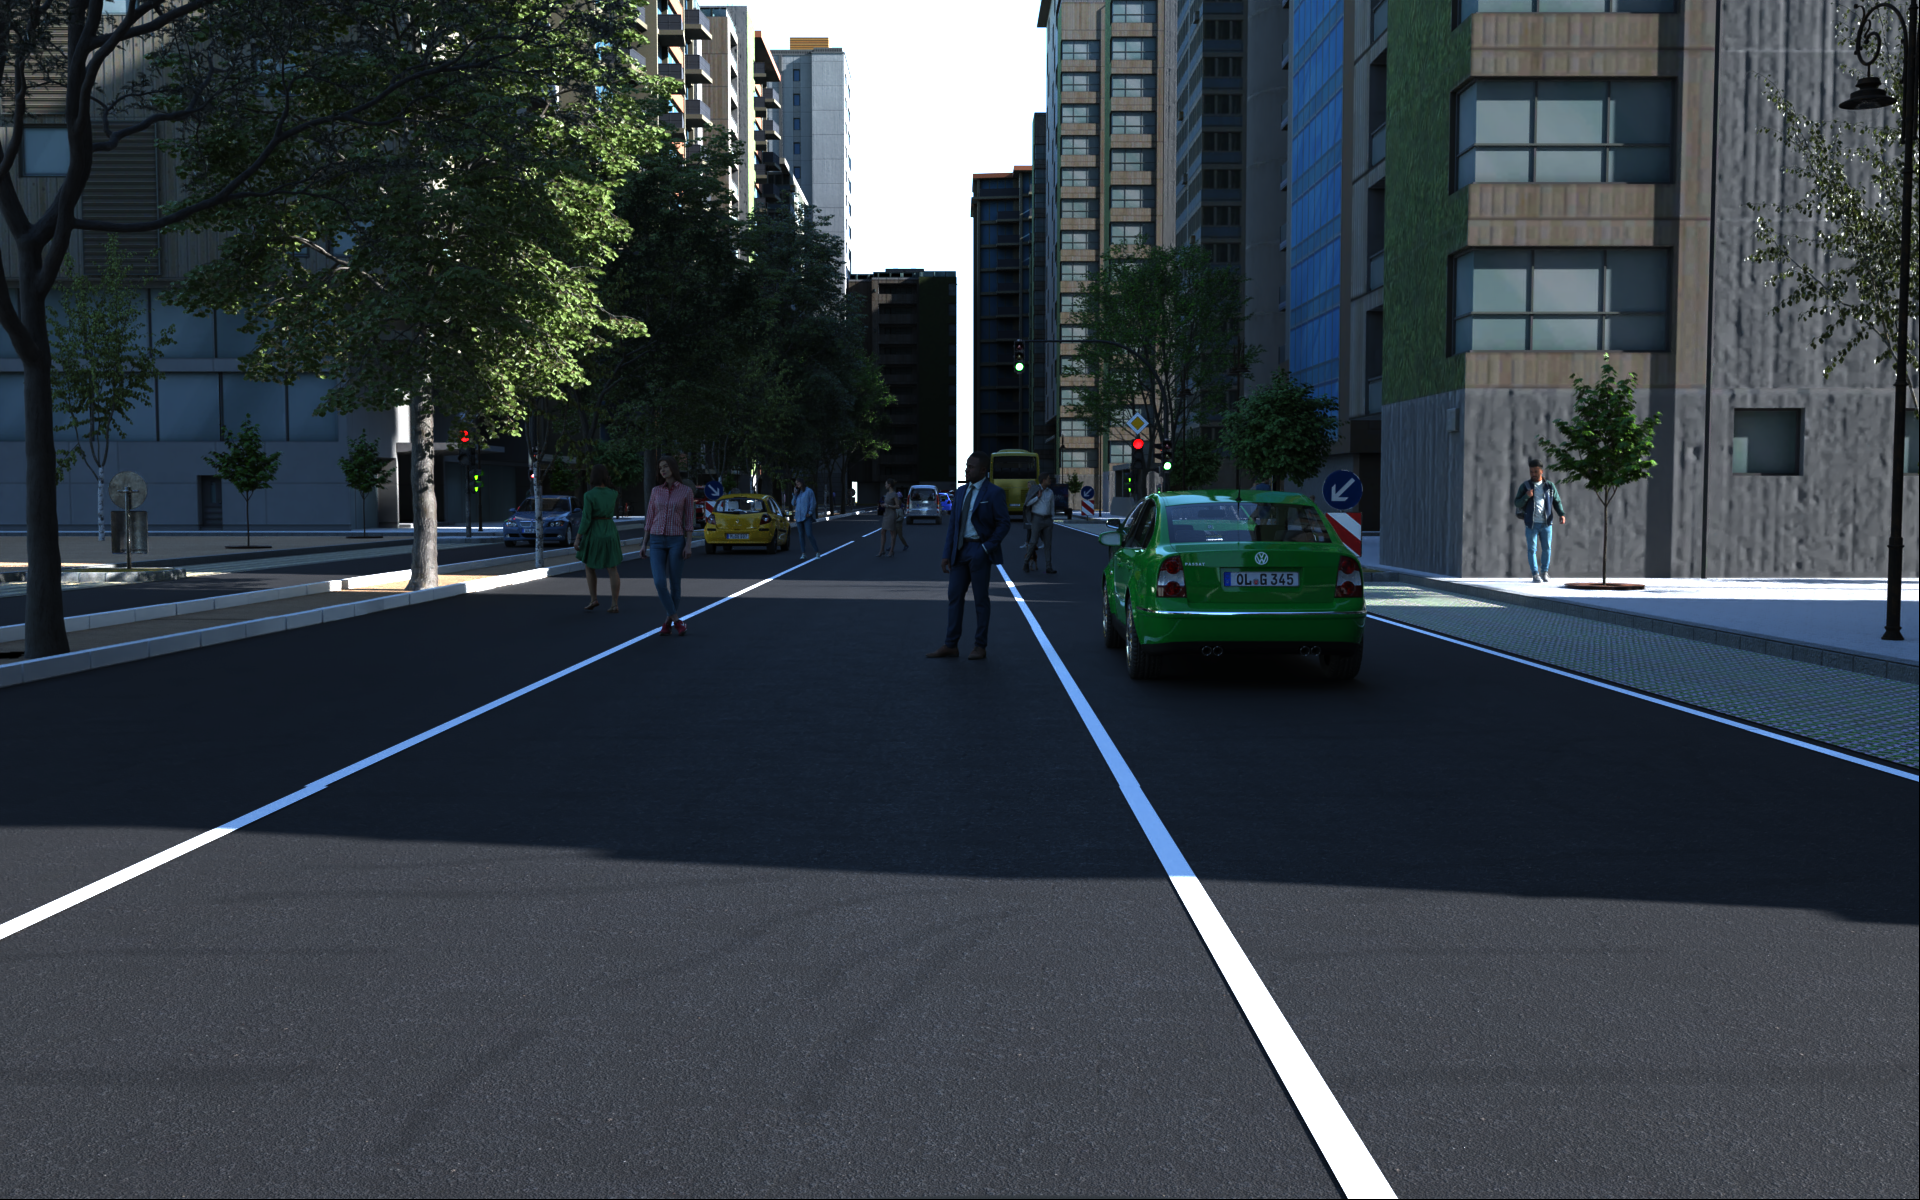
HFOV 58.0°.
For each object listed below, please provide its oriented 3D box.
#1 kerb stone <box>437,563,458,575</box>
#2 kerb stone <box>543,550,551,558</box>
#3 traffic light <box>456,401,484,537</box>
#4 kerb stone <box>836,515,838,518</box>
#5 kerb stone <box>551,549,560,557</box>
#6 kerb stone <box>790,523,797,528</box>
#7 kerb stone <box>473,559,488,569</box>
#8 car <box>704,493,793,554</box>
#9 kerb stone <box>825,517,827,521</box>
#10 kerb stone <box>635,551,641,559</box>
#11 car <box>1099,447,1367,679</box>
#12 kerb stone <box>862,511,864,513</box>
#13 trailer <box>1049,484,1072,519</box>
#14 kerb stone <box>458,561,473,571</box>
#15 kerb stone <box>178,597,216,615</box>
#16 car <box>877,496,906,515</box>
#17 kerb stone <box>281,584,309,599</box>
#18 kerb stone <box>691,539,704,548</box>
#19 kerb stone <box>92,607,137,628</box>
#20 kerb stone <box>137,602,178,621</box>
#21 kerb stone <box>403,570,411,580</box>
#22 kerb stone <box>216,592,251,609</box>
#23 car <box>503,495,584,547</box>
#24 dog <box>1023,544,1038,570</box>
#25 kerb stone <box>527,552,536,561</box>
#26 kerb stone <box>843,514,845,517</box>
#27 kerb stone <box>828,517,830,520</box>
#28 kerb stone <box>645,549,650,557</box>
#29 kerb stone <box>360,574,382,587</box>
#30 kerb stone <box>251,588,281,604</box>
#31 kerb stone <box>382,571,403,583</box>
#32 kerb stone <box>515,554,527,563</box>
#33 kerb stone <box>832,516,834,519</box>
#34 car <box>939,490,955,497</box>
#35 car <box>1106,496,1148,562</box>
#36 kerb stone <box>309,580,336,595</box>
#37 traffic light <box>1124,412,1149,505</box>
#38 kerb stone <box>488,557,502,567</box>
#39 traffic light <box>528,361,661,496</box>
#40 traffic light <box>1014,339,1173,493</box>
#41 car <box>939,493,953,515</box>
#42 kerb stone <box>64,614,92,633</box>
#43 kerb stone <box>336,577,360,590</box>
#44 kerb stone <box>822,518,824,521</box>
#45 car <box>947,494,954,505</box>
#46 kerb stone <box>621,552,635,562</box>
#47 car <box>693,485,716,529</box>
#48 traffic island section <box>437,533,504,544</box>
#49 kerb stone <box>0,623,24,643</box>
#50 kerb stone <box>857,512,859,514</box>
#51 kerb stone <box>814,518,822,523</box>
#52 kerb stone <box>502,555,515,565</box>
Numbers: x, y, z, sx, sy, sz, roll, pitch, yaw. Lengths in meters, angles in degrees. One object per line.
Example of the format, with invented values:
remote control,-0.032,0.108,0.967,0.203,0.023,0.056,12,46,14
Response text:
kerb stone,-9.274,-0.545,31.102,0.120,0.150,1.000,0,3,0
kerb stone,-9.282,-0.983,38.270,0.120,0.150,1.000,0,3,0
traffic light,-14.513,-3.804,51.113,0.839,4.253,0.868,0,3,0
kerb stone,-7.320,-4.772,100.232,0.120,0.150,1.000,0,3,0
kerb stone,-9.296,-1.046,39.291,0.120,0.150,1.000,0,3,0
kerb stone,-7.270,-3.269,75.645,0.120,0.150,1.000,0,3,0
kerb stone,-9.276,-0.671,33.158,0.120,0.150,1.000,0,3,0
car,-5.202,-1.991,42.773,2.015,1.641,3.980,0,4,1
kerb stone,-7.303,-4.272,92.038,0.120,0.150,1.000,0,3,0
kerb stone,-7.195,-0.980,38.233,0.120,0.150,1.000,0,3,0
car,2.206,-0.365,14.771,1.959,1.807,4.718,0,4,1
kerb stone,-7.376,-6.464,127.905,0.120,0.150,1.000,0,3,0
trailer,5.555,-5.565,98.033,1.471,1.999,3.904,0,4,1
kerb stone,-9.279,-0.607,32.124,0.120,0.150,1.000,0,3,0
kerb stone,-9.254,0.086,20.837,0.120,0.150,1.000,0,3,0
car,-4.707,-6.477,118.480,1.945,1.354,3.894,0,4,1
kerb stone,-9.266,-0.102,23.903,0.120,0.150,1.000,0,3,0
kerb stone,-7.211,-1.545,47.452,0.120,0.150,1.000,0,3,0
kerb stone,-9.248,0.209,18.784,0.120,0.150,1.000,0,3,0
kerb stone,-9.257,0.146,19.815,0.120,0.150,1.000,0,3,0
kerb stone,-9.265,-0.419,29.041,0.120,0.150,1.000,0,3,0
kerb stone,-9.251,0.021,21.859,0.120,0.150,1.000,0,3,0
car,-11.515,-2.237,48.582,2.014,1.417,4.499,0,4,-1
dog,1.334,-0.821,32.710,0.406,0.507,0.540,-1,4,-21
kerb stone,-9.285,-0.919,37.248,0.120,0.150,1.000,0,3,0
kerb stone,-7.335,-5.150,106.398,0.120,0.150,1.000,0,3,0
kerb stone,-7.311,-4.397,94.082,0.120,0.150,1.000,0,3,0
kerb stone,-7.191,-1.043,39.255,0.120,0.150,1.000,0,3,0
kerb stone,-9.263,-0.292,26.976,0.120,0.150,1.000,0,3,0
kerb stone,-9.259,-0.042,22.881,0.120,0.150,1.000,0,3,0
kerb stone,-9.274,-0.355,28.006,0.120,0.150,1.000,0,3,0
kerb stone,-9.287,-0.858,36.226,0.120,0.150,1.000,0,3,0
kerb stone,-7.308,-4.584,97.162,0.120,0.150,1.000,0,3,0
car,-1.339,-10.079,173.462,2.281,1.827,5.304,0,4,2
car,3.247,-0.815,25.116,2.131,1.459,4.920,0,4,-1
kerb stone,-9.267,-0.167,24.932,0.120,0.150,1.000,0,3,0
traffic light,6.032,-4.296,59.157,0.839,4.253,0.868,0,3,0
kerb stone,-9.278,-0.733,34.180,0.120,0.150,1.000,0,3,0
traffic light,-12.438,-5.166,59.137,4.771,5.953,1.251,0,3,0
traffic light,3.957,-4.670,51.026,4.771,5.953,1.251,0,3,0
car,-1.466,-6.891,122.253,1.945,1.707,3.694,0,4,-2
kerb stone,-9.243,0.271,17.762,0.120,0.150,1.000,0,3,0
kerb stone,-9.261,-0.225,25.954,0.120,0.150,1.000,0,3,0
kerb stone,-7.300,-4.146,89.990,0.120,0.150,1.000,0,3,0
car,-1.172,-8.605,152.692,2.014,1.417,4.499,0,4,0
kerb stone,-7.185,-0.914,37.212,0.120,0.150,1.000,0,3,0
car,-11.189,-3.842,71.484,2.281,1.827,5.304,0,4,-1
traffic island section,-14.553,-1.772,51.247,2.009,0.180,2.903,0,3,0
kerb stone,-9.241,0.337,16.734,0.120,0.150,1.000,0,3,0
kerb stone,-7.370,-6.089,121.753,0.120,0.150,1.000,0,3,0
kerb stone,-7.295,-4.084,88.968,0.120,0.150,1.000,0,3,0
kerb stone,-9.287,-0.796,35.204,0.120,0.150,1.000,0,3,0
